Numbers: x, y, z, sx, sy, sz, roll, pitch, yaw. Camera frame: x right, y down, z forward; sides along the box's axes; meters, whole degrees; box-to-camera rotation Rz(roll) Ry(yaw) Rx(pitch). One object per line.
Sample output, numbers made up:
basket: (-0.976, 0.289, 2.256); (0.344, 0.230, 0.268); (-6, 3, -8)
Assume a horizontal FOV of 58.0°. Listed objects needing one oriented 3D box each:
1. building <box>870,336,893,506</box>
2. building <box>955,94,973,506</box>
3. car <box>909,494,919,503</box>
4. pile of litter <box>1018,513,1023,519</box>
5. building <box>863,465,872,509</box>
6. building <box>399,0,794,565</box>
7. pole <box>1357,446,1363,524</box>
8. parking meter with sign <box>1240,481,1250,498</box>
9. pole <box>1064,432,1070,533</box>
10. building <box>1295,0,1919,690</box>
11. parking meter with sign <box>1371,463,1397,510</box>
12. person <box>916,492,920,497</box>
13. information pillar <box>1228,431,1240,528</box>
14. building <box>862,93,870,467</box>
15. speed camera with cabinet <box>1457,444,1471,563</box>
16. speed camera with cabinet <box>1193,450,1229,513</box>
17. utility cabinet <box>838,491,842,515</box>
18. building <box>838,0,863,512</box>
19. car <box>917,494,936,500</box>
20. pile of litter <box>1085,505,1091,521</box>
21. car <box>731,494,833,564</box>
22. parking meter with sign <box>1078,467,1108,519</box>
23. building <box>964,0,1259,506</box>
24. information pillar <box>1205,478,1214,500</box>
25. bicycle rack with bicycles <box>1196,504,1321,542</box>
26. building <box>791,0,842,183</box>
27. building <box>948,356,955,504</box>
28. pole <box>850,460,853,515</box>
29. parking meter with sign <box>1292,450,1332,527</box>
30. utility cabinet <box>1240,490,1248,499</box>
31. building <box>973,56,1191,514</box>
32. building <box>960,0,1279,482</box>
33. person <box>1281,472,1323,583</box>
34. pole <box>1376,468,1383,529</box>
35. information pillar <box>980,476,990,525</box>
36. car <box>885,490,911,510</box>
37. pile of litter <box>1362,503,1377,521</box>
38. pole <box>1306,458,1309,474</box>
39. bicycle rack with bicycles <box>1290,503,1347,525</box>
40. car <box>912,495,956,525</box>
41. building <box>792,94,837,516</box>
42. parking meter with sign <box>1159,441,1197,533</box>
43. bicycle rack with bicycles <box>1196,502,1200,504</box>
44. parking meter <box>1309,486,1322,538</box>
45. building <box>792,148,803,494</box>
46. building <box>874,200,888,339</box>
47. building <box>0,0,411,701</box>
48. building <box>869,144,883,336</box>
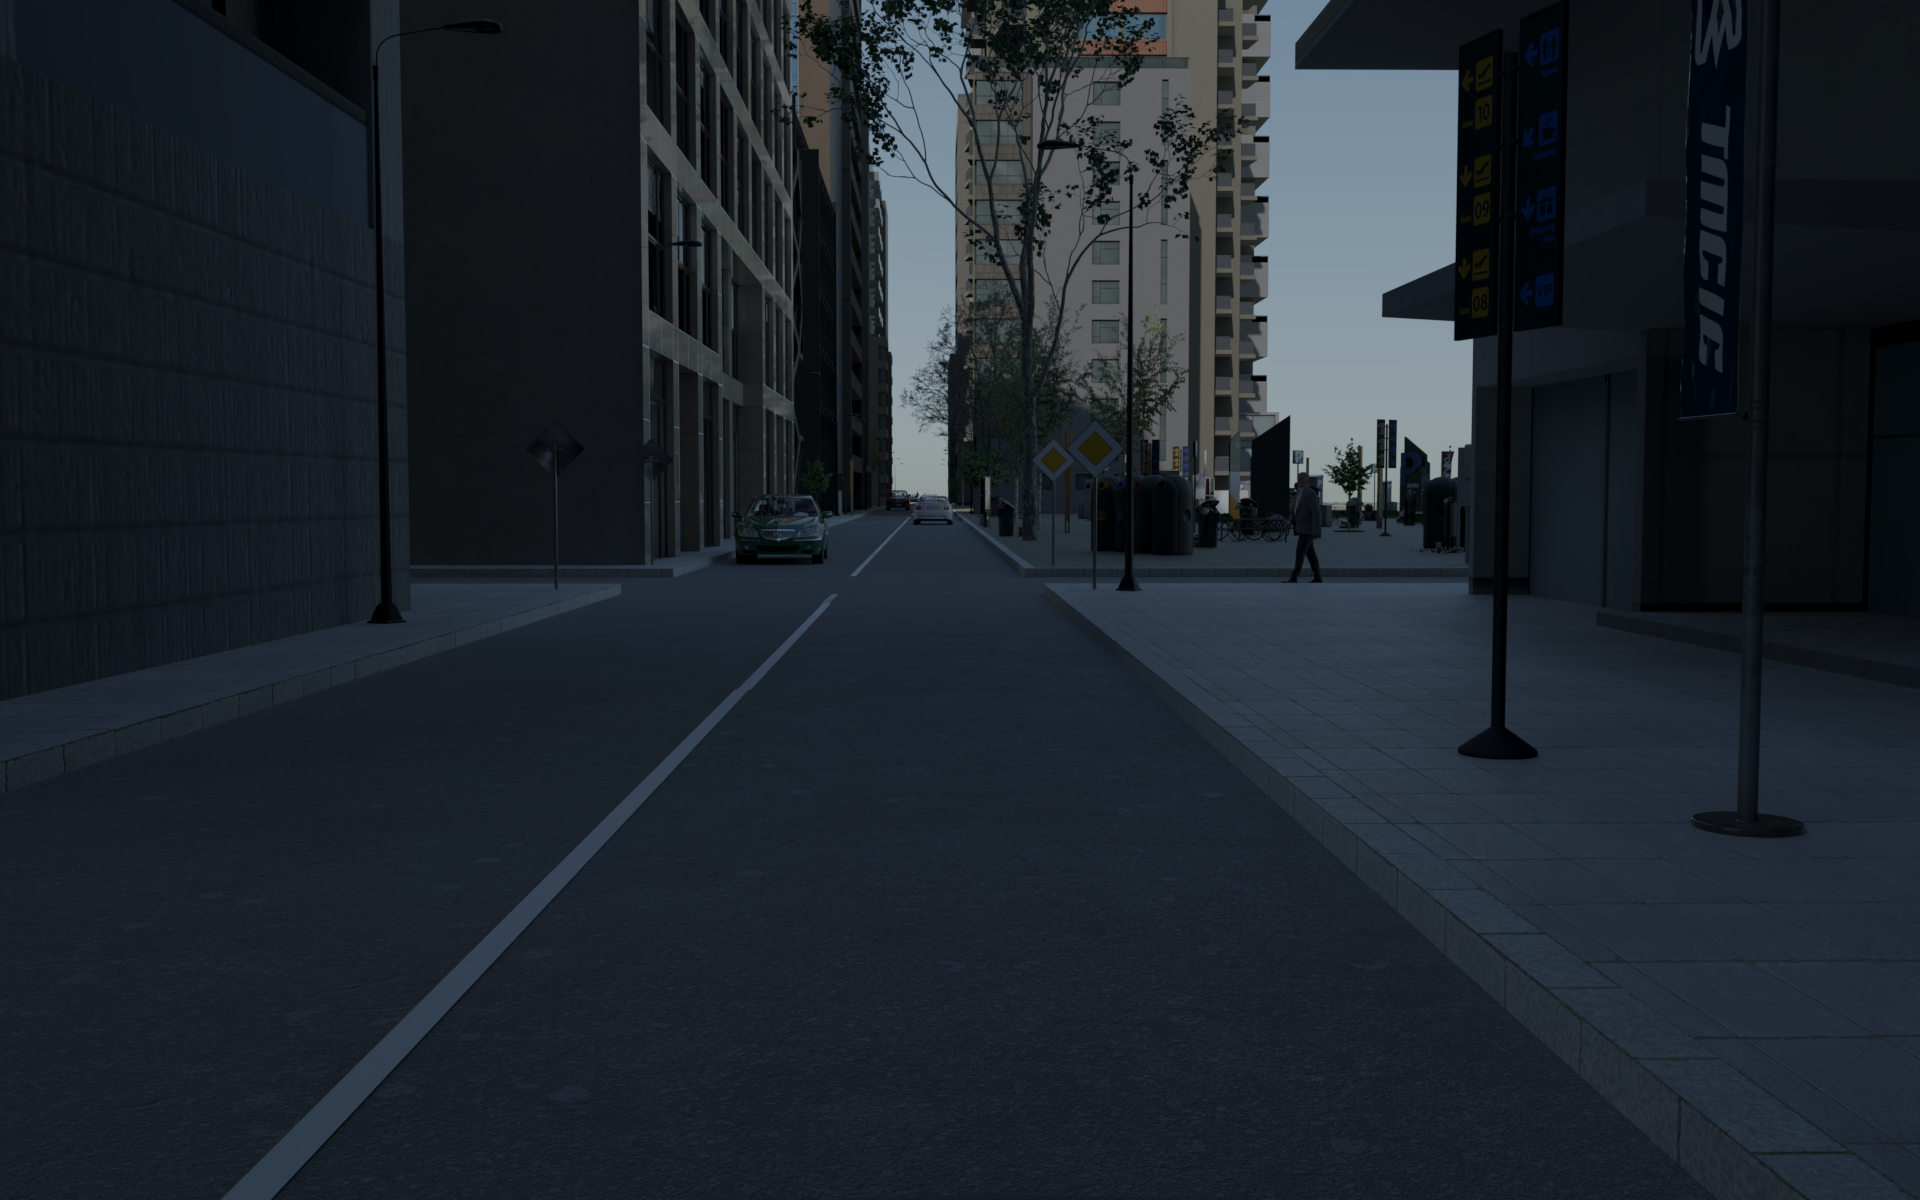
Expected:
building: (-22.078, -21.967, 204.206); (27.650, 21.520, 28.899); (0, 4, -1)
building: (10.228, -35.330, 201.353); (21.300, 48.544, 21.600); (0, 4, -1)
car: (-7.118, -15.209, 260.668); (2.014, 1.417, 4.499); (0, 4, -2)
pile of litter: (3.343, -4.605, 89.255); (1.719, 0.858, 1.176); (-2, 4, -34)
building: (-18.250, -43.681, 152.443); (20.563, 71.187, 20.611); (0, 4, -1)
building: (-15.564, -14.850, 47.312); (19.350, 26.468, 34.151); (0, 4, -1)
pole: (16.975, -4.874, 73.533); (0.158, 3.312, 0.155); (0, 3, 0)
parking meter with sign: (17.139, -6.564, 103.580); (1.738, 3.016, 0.543); (-2, 4, -29)
pole: (3.540, -3.870, 57.114); (0.158, 3.312, 0.155); (0, 3, 0)
building: (17.811, -25.651, 8.636); (28.713, 52.752, 27.495); (0, 4, -1)
parking meter with sign: (24.043, -6.223, 98.012); (0.543, 3.016, 1.738); (-2, 4, -30)
person: (-6.500, -15.634, 264.133); (1.348, 1.822, 0.705); (-2, 4, -35)
information pillar: (10.128, -4.435, 63.872); (0.504, 3.616, 0.183); (-2, 4, -31)
building: (-16.172, -29.831, 171.330); (14.154, 41.232, 14.086); (0, 4, -1)
speed camera with cabinet: (10.145, -2.279, 31.592); (2.038, 3.252, 0.660); (3, 5, 43)
speed camera with cabinet: (11.498, -5.171, 78.884); (2.038, 3.252, 0.660); (-3, 5, -39)
utility cabinet: (-7.490, -5.880, 104.819); (0.318, 1.500, 1.173); (-2, 4, -26)
building: (-18.505, -31.068, 131.661); (21.300, 48.544, 21.600); (0, 4, -1)
car: (-2.415, -7.848, 138.101); (2.009, 1.686, 4.222); (0, 4, -1)
pile of litter: (6.678, -4.234, 83.198); (1.176, 0.858, 1.719); (-1, 4, -17)
car: (-3.784, -1.551, 37.163); (2.131, 1.459, 4.920); (0, 4, -3)
parking meter with sign: (6.766, -5.656, 88.742); (0.543, 3.016, 1.738); (-3, 5, -41)
building: (11.503, -29.649, 139.382); (22.147, 44.769, 28.867); (0, 4, -1)
information pillar: (11.124, -4.446, 77.180); (0.304, 2.012, 0.304); (-3, 5, -39)
bicycle rack with bicycles: (8.127, -2.071, 47.243); (2.925, 0.926, 2.852); (2, 4, 26)
building: (-15.016, -28.327, 113.253); (14.600, 45.320, 14.200); (0, 4, -1)
building: (12.325, -23.401, 227.641); (27.650, 21.520, 28.899); (0, 4, -1)
pole: (-6.572, -6.794, 104.922); (0.158, 3.312, 0.155); (0, 3, 0)
parking meter with sign: (13.917, -4.401, 68.221); (0.543, 3.016, 1.738); (-3, 4, -36)
utility cabinet: (15.729, -5.478, 98.237); (1.173, 1.500, 0.318); (-1, 4, -11)
building: (7.853, -21.199, 118.310); (14.160, 30.474, 14.107); (0, 4, -1)
building: (14.621, -35.417, 168.307); (28.713, 52.752, 27.495); (0, 4, -1)
person: (5.320, -1.110, 27.042); (0.834, 1.777, 0.661); (-1, 4, -22)
pole: (15.579, -4.306, 64.244); (0.158, 3.312, 0.155); (0, 3, 0)
information pillar: (1.017, -4.081, 71.224); (0.304, 2.012, 0.304); (-3, 5, -40)
car: (-5.466, -8.835, 153.117); (2.281, 1.827, 5.304); (0, 4, 0)
pile of litter: (19.349, -4.201, 82.650); (1.719, 0.858, 1.176); (0, 4, 0)
pole: (19.368, -6.283, 96.577); (0.158, 3.312, 0.155); (0, 3, 0)
bicycle rack with bicycles: (14.901, -3.578, 71.879); (2.852, 0.926, 2.925); (-1, 4, -14)
car: (-1.245, -4.253, 81.891); (2.083, 1.381, 4.827); (0, 4, 0)
building: (-13.363, -16.230, 95.040); (12.332, 23.373, 15.834); (0, 4, -1)
parking meter with sign: (6.888, -3.709, 56.904); (1.738, 3.016, 0.543); (1, 4, 14)
bicycle rack with bicycles: (13.288, -5.087, 96.546); (2.925, 0.926, 2.852); (0, 4, -7)
parking meter: (10.431, -2.595, 50.845); (0.372, 1.533, 0.369); (0, 3, 0)
building: (-15.203, -12.588, 73.272); (16.820, 18.784, 16.811); (0, 4, -1)
building: (-17.694, -37.086, 256.467); (14.600, 45.320, 14.200); (0, 4, -1)
building: (-19.996, -28.786, 12.653); (28.212, 58.520, 21.231); (0, 4, -1)
building: (-21.742, -37.516, 232.997); (23.786, 49.044, 30.456); (0, 4, -1)
